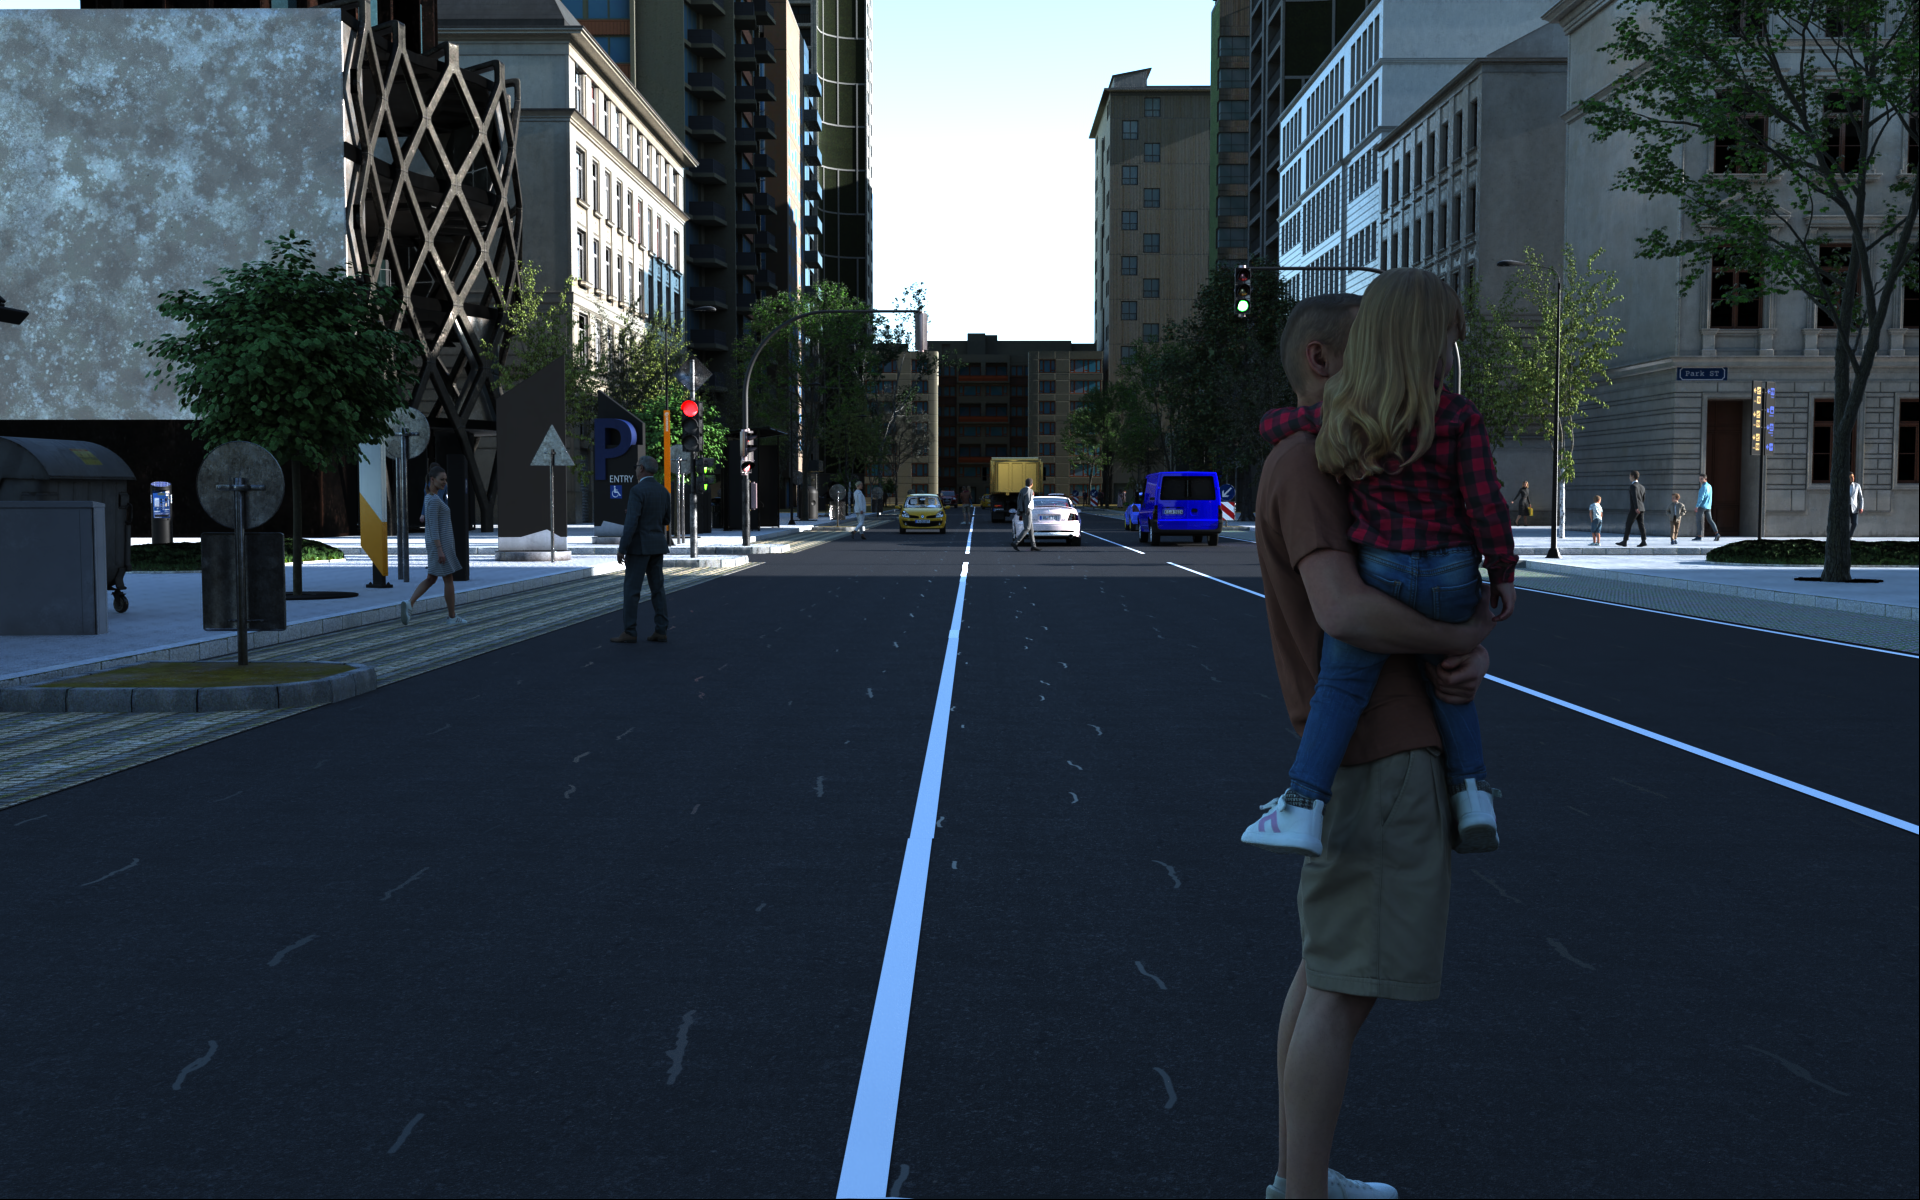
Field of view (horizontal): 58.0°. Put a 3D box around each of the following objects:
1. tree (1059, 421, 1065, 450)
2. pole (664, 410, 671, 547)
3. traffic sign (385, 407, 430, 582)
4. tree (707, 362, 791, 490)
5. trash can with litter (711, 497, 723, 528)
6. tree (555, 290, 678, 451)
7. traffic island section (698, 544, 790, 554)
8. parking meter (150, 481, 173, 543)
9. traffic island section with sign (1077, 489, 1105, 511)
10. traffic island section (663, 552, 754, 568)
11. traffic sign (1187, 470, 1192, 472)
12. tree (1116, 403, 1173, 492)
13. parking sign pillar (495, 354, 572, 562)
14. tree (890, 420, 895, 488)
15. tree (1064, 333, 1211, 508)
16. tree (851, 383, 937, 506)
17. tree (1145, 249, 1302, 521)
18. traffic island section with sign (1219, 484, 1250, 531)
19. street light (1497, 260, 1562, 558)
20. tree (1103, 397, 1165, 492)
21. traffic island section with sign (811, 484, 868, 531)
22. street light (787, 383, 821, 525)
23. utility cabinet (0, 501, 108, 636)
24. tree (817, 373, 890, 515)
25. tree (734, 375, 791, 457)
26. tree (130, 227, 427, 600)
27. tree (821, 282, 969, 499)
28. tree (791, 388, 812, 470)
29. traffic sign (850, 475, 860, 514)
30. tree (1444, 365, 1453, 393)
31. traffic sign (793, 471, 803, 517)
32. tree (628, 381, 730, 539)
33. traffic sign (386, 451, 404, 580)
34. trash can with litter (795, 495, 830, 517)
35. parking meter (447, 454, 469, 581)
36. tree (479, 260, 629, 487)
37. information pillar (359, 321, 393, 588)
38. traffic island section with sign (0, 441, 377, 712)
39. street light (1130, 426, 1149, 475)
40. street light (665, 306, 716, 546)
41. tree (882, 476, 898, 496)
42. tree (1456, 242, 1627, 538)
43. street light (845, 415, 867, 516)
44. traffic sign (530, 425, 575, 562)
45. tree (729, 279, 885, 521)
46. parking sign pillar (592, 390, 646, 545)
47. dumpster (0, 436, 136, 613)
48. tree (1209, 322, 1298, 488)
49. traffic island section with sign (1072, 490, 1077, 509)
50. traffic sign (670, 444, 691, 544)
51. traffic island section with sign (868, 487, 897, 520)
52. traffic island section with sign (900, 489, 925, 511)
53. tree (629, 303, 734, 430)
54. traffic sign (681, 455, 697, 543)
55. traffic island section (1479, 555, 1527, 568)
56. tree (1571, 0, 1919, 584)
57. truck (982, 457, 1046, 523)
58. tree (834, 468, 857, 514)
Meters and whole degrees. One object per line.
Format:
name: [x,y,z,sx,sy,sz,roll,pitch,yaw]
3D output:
tree: [13.250,-13.990,154.488,9.928,11.665,9.643,0,3,0]
pole: [-7.134,-2.959,42.219,0.158,3.312,0.155,0,3,0]
traffic sign: [-8.062,-1.532,25.149,0.768,2.556,0.104,0,4,6]
tree: [-12.253,-8.909,96.022,4.360,8.622,3.978,0,3,0]
trash can with litter: [-9.142,-3.277,64.972,0.624,1.170,1.055,-1,4,-9]
tree: [-12.212,-6.810,61.703,4.360,8.622,3.978,0,3,0]
traffic island section: [-5.318,-1.266,42.984,2.009,0.180,2.903,0,4,1]
parking meter: [-15.471,-1.539,33.574,0.372,1.533,0.369,0,3,0]
traffic island section with sign: [11.027,-8.315,144.579,1.989,1.847,2.006,0,4,1]
traffic island section: [-5.396,-0.778,34.999,2.009,0.180,2.903,0,4,1]
traffic sign: [12.332,-5.646,92.415,0.768,2.556,0.104,1,4,10]
tree: [14.380,-11.291,134.977,4.360,8.622,3.978,0,3,0]
parking sign pillar: [-8.274,-2.752,33.465,1.447,3.967,1.447,-1,4,-12]
tree: [-6.695,-10.994,130.111,4.737,8.622,4.395,0,3,0]
tree: [13.532,-11.351,111.341,9.928,11.665,9.643,0,3,0]
tree: [-7.068,-17.075,189.540,12.009,13.543,11.850,0,3,0]
tree: [13.540,-10.067,81.598,9.611,12.733,9.660,0,3,0]
traffic island section with sign: [10.285,-3.642,68.181,1.989,1.847,2.006,0,4,1]
street light: [11.357,-3.793,34.556,1.470,5.913,1.316,0,4,1]
tree: [12.784,-10.805,127.018,4.737,8.622,4.395,0,3,0]
traffic island section with sign: [-4.744,-3.619,67.801,1.989,1.847,2.006,0,4,1]
street light: [-6.503,-6.106,72.372,1.470,5.913,1.316,0,4,1]
utility cabinet: [-8.381,-0.286,15.837,1.020,1.237,0.306,0,4,-5]
tree: [-6.780,-9.495,105.612,4.737,8.622,4.395,0,3,0]
tree: [-12.286,-9.462,105.066,4.737,8.622,4.395,0,3,0]
tree: [-8.328,-2.306,21.409,4.285,4.588,4.351,0,3,0]
tree: [-5.911,-18.230,153.946,12.611,20.169,13.585,0,3,0]
tree: [-11.668,-9.882,111.936,4.360,8.622,3.978,0,3,0]
traffic sign: [-6.934,-6.914,113.147,0.768,2.556,0.104,1,4,9]
tree: [17.424,-6.521,56.975,4.737,8.622,4.395,0,3,0]
traffic sign: [-8.929,-5.819,95.254,0.768,2.556,0.104,0,4,3]
tree: [-8.389,-4.086,50.522,4.285,4.588,4.351,0,3,0]
traffic sign: [-8.399,-1.580,25.932,0.768,2.556,0.104,0,4,6]
trash can with litter: [-8.277,-5.340,98.363,2.233,1.210,1.678,-1,4,-13]
parking meter: [-7.435,-1.220,25.663,0.255,1.863,0.399,-1,4,-8]
tree: [-12.963,-6.361,54.359,4.737,8.622,4.395,0,3,0]
information pillar: [-8.023,-1.976,23.669,0.504,3.616,0.183,2,4,34]
traffic island section with sign: [-5.286,-0.221,12.239,1.989,1.847,2.006,0,4,1]
street light: [12.253,-8.887,117.844,1.470,5.913,1.316,0,4,1]
street light: [-6.734,-4.309,42.999,1.470,5.913,1.316,0,4,1]
tree: [-6.703,-10.618,168.208,1.663,3.219,1.824,0,3,0]
tree: [17.240,-6.095,50.018,4.737,8.622,4.395,0,3,0]
street light: [-6.187,-7.917,101.989,1.470,5.913,1.316,0,4,1]
traffic sign: [-7.641,-1.983,32.429,0.884,2.594,0.081,1,4,10]
tree: [-7.281,-9.599,82.698,9.928,11.665,9.643,0,3,0]
parking sign pillar: [-8.744,-3.426,44.487,1.447,3.967,1.447,1,4,19]
dumpster: [-9.576,-0.746,17.959,1.264,1.857,1.865,0,4,1]
tree: [12.832,-7.502,73.020,4.360,8.622,3.978,0,3,0]
traffic island section with sign: [11.293,-9.967,171.580,1.989,1.847,2.006,0,4,1]
traffic sign: [-7.206,-2.703,44.303,0.768,2.556,0.104,0,4,8]
traffic island section with sign: [-4.479,-5.302,95.311,1.989,1.847,2.006,0,4,1]
traffic island section with sign: [-3.994,-8.325,144.735,1.989,1.847,2.006,0,4,1]
tree: [-12.104,-7.185,67.832,4.737,8.622,4.395,0,3,0]
traffic sign: [-7.203,-2.747,45.015,0.768,2.556,0.104,1,4,10]
traffic island section: [9.945,-0.768,34.845,2.009,0.180,2.903,0,4,1]
tree: [13.017,-6.069,24.986,9.928,11.665,9.643,0,3,0]
truck: [2.870,-5.749,89.918,3.469,3.379,9.791,0,4,1]
tree: [-7.302,-7.163,111.715,1.663,3.219,1.824,0,3,0]
